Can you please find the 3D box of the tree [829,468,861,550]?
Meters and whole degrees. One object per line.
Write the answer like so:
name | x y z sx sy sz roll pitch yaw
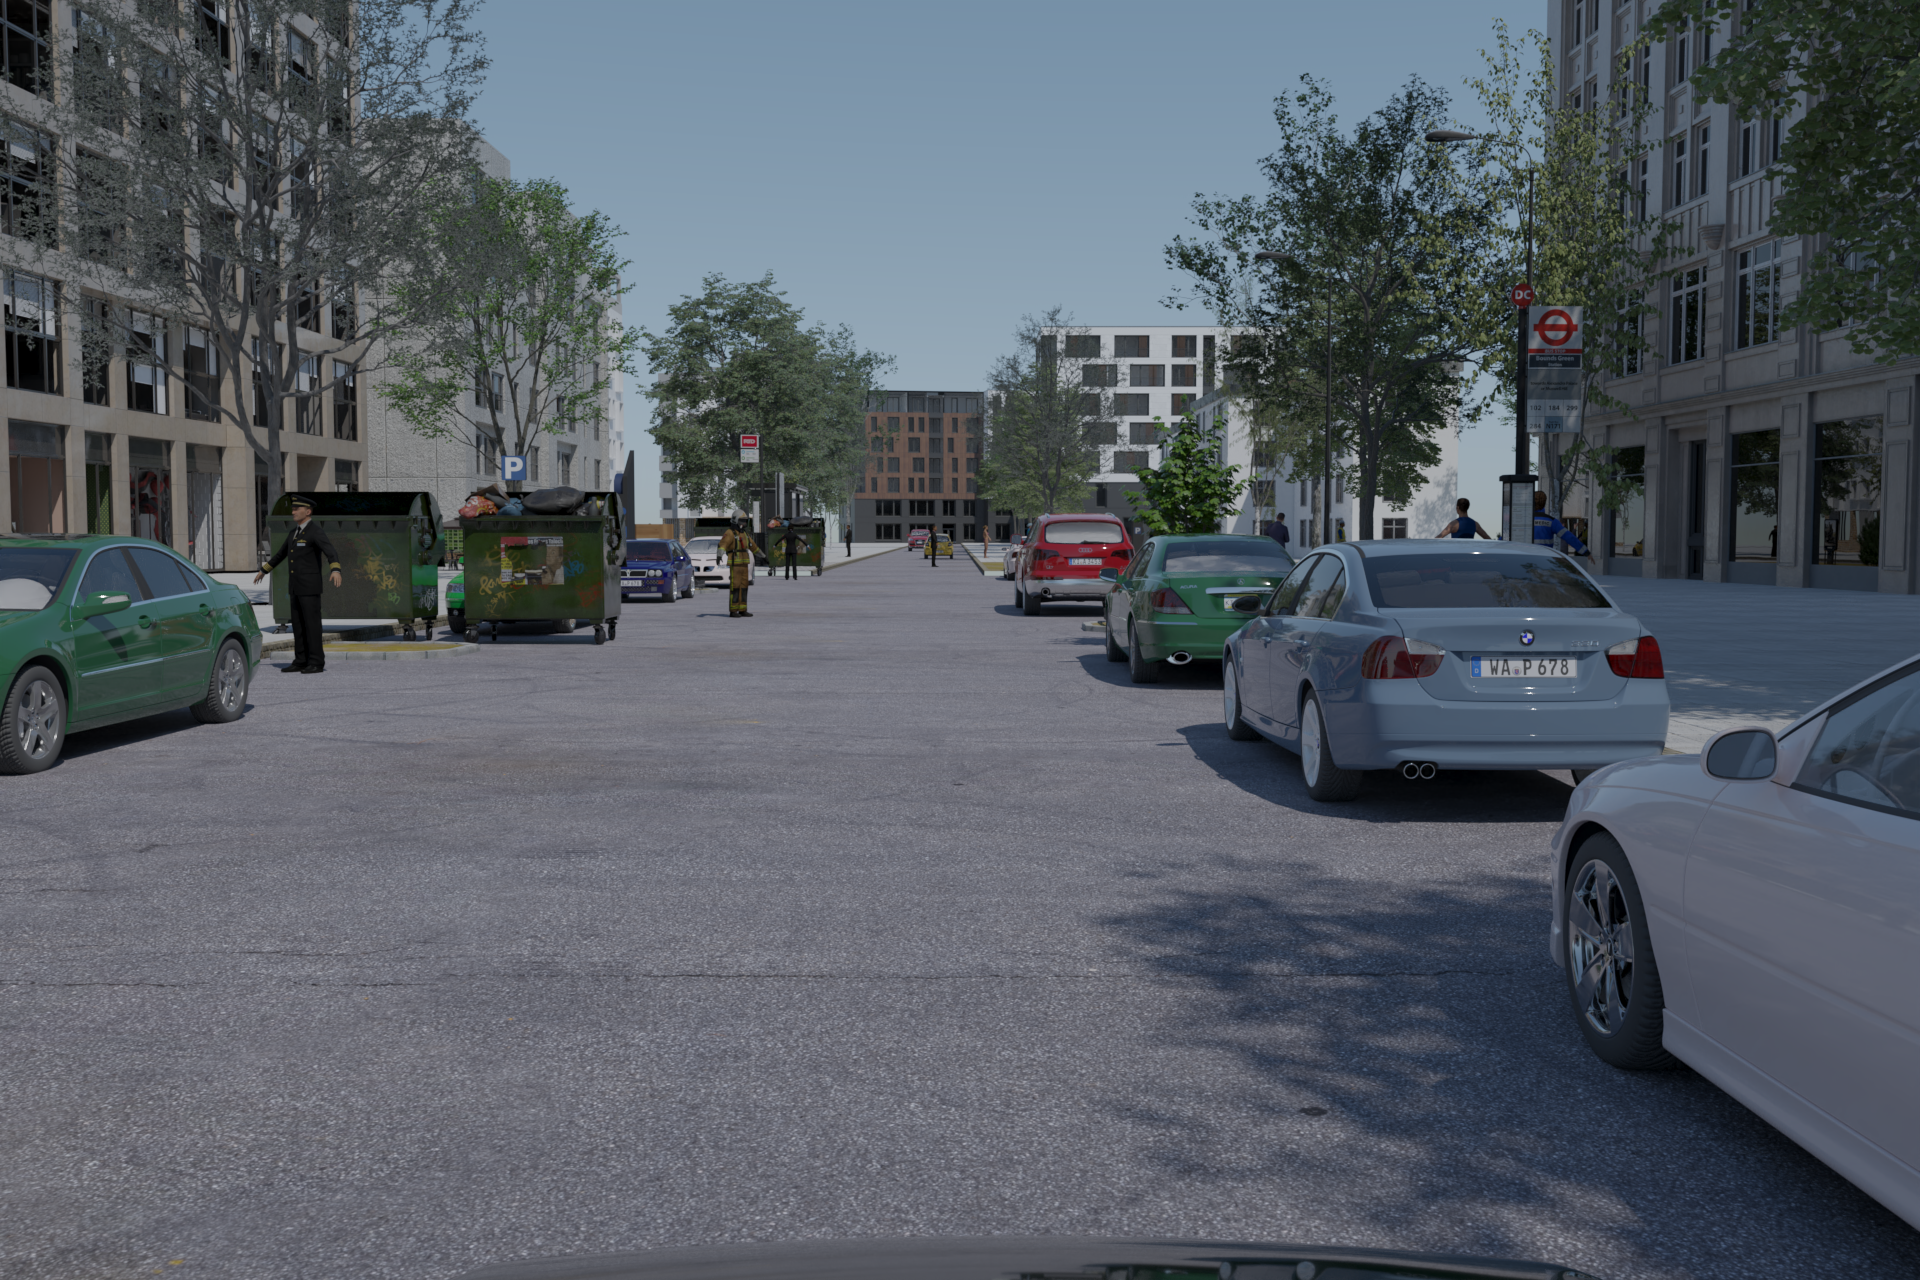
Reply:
tree | -10.804 -11.715 141.896 4.360 8.622 3.978 0 3 0

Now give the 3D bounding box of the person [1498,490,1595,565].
person | 7.285 -0.970 21.828 1.345 1.831 0.704 2 4 31

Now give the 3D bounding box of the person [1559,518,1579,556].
person | 16.818 -2.518 48.015 0.742 1.727 0.445 3 5 41

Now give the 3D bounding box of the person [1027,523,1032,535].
person | 3.470 -4.827 85.041 0.704 1.817 1.347 0 4 7

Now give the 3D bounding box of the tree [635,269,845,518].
tree | -10.378 -10.750 82.412 9.857 13.997 8.962 0 3 0

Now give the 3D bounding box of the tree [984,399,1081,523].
tree | 5.267 -12.387 128.283 9.928 11.665 9.643 0 3 0

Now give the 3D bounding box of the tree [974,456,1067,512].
tree | 5.423 -13.019 147.270 8.767 10.594 7.601 0 4 -1

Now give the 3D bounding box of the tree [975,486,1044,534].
tree | 5.536 -14.163 165.970 8.767 10.594 7.601 0 4 2

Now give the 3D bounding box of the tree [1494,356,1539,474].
tree | 27.605 -9.277 77.431 9.928 11.665 9.643 0 3 0

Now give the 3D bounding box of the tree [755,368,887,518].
tree | -10.079 -12.581 116.069 12.009 13.543 11.850 0 3 0

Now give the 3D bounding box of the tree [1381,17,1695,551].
tree | 8.356 -4.533 24.477 4.737 8.622 4.395 0 3 0

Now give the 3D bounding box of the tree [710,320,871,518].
tree | -10.039 -12.021 103.192 9.857 13.997 8.962 0 3 0

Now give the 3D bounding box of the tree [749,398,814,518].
tree | -9.830 -8.614 91.205 4.737 8.622 4.395 0 3 0

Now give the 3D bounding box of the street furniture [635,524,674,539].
street furniture | -15.739 -4.411 78.967 9.812 1.723 11.010 -3 5 -40

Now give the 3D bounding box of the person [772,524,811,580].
person | -5.245 -2.735 53.894 1.216 1.740 0.721 0 4 6

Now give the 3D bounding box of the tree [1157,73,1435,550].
tree | 14.375 -13.355 74.239 12.611 20.169 13.585 0 3 0

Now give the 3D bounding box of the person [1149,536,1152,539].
person | 4.491 -1.934 38.400 0.721 1.737 1.214 2 4 30

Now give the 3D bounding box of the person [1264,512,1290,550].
person | 7.132 -1.998 39.152 0.683 1.767 0.568 1 4 22

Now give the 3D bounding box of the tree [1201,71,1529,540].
tree | 8.497 -6.125 34.559 7.601 10.594 8.767 -1 4 -12

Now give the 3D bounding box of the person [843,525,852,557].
person | -6.243 -5.532 96.675 0.704 1.802 1.346 1 4 11

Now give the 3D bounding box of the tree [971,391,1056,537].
tree | 4.776 -13.451 138.042 7.486 12.596 7.792 0 3 0

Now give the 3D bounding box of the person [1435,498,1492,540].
person | 7.288 -1.164 25.206 1.345 1.807 0.704 -1 4 -17

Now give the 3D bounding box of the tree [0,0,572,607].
tree | -12.371 -7.361 30.729 12.009 13.543 11.850 0 3 0

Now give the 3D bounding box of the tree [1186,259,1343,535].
tree | 7.906 -5.930 47.325 4.360 8.622 3.978 0 3 0

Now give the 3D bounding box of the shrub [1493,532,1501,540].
shrub | 20.138 -3.573 62.837 1.690 2.028 1.600 0 3 0

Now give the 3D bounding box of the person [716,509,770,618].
person | -3.783 -1.318 29.777 0.705 1.858 1.354 2 4 33

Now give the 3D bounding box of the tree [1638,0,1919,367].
tree | 8.365 -5.733 11.859 7.486 12.596 7.792 0 3 0

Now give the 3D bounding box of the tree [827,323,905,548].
tree | -11.201 -18.476 157.978 12.611 20.169 13.585 0 3 0

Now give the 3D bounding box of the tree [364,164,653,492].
tree | -12.396 -7.471 47.901 9.928 11.665 9.643 0 3 0

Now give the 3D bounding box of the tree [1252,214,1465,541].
tree | 14.173 -8.764 61.418 7.486 12.596 7.792 0 3 0

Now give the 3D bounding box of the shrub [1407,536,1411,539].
shrub | 16.724 -3.259 64.403 1.383 1.207 1.383 0 3 0

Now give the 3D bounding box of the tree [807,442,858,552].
tree | -10.162 -10.790 126.783 4.360 8.622 3.978 0 3 0

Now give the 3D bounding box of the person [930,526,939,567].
person | -1.098 -4.075 75.307 0.704 1.802 1.346 0 4 -6

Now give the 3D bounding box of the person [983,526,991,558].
person | 1.452 -5.218 92.116 0.721 1.733 1.217 -1 4 -13

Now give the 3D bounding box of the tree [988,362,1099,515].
tree | 5.358 -11.999 114.310 7.486 12.596 7.792 0 3 0

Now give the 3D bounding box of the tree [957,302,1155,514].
tree | 4.870 -11.156 92.772 12.009 13.543 11.850 0 3 0

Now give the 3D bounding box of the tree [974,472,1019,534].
tree | 5.144 -13.617 157.046 8.767 10.594 7.601 1 4 12

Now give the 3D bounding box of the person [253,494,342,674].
person | -6.789 -0.581 17.887 1.347 1.837 0.705 2 4 33
